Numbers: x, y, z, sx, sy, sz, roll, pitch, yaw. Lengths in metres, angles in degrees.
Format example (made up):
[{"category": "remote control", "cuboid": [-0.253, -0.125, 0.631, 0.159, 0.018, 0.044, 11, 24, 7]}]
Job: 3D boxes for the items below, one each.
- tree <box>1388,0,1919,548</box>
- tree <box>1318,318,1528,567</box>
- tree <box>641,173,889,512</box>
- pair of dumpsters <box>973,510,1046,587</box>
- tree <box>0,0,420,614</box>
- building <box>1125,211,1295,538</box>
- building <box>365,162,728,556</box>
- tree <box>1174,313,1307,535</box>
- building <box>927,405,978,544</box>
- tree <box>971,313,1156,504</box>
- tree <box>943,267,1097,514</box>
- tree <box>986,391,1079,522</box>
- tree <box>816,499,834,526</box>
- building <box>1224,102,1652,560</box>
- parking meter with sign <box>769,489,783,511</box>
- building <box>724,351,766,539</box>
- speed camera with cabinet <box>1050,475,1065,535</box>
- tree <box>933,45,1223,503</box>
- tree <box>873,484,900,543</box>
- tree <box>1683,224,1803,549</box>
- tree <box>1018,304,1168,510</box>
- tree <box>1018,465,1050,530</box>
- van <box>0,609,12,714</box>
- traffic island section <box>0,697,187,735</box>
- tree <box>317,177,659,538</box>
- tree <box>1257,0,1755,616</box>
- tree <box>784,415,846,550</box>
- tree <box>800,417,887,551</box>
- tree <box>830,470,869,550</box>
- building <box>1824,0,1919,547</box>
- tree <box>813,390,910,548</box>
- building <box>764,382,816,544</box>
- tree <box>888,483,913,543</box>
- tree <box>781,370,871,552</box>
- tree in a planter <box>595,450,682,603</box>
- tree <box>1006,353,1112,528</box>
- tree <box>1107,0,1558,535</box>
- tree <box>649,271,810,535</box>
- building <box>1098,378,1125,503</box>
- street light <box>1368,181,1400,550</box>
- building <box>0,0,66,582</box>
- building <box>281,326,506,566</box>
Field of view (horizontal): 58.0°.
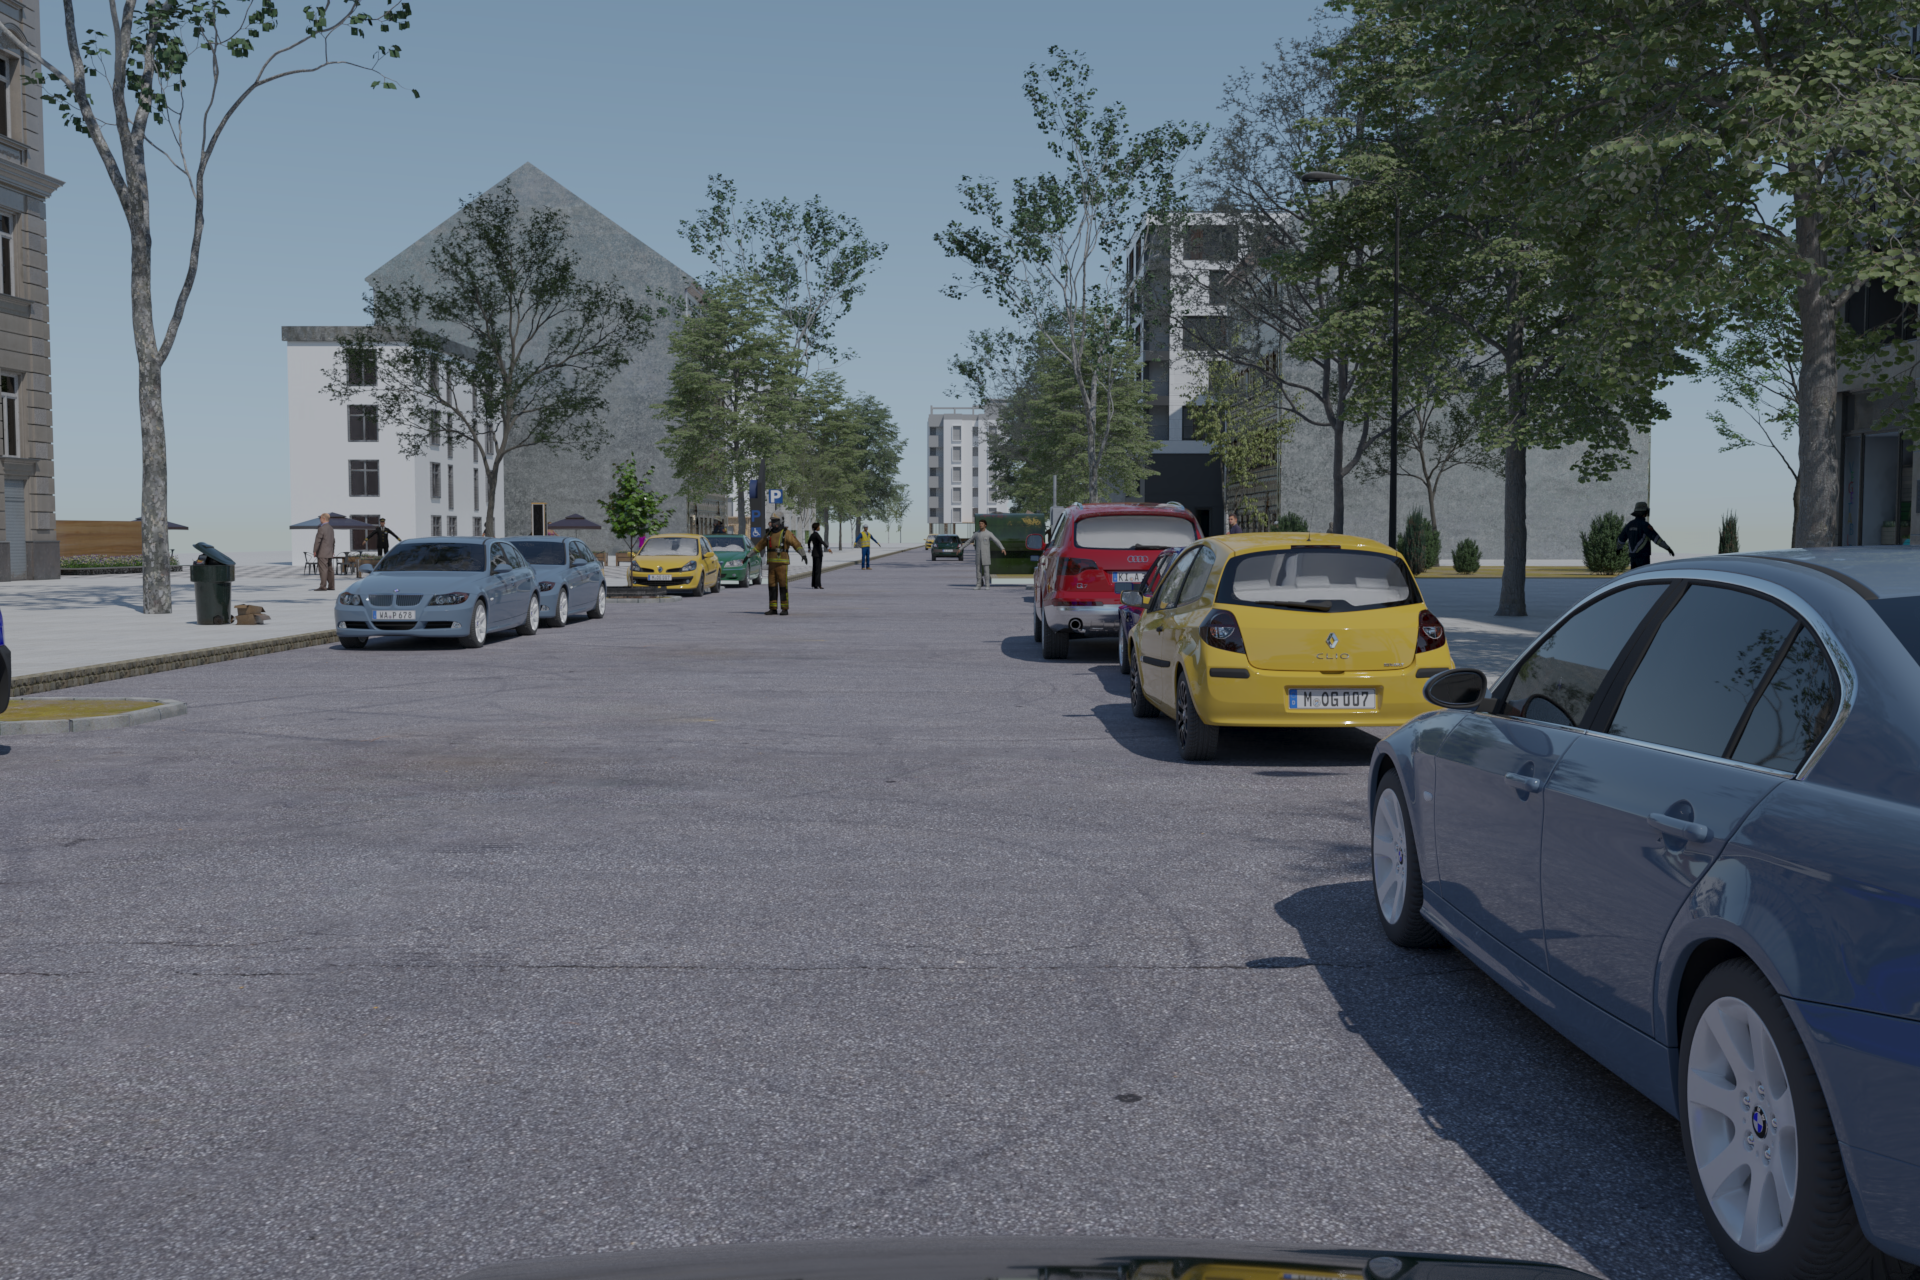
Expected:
[{"category": "tree", "cuboid": [7.507, -5.976, 15.839, 7.486, 12.596, 7.792, 0, 3, 0]}, {"category": "tree", "cuboid": [18.540, -8.159, 67.812, 8.767, 10.594, 7.601, -1, 4, -19]}, {"category": "tree", "cuboid": [-10.473, -14.425, 91.738, 12.611, 20.169, 13.585, 0, 3, 0]}, {"category": "pair of dumpsters", "cuboid": [2.572, -2.597, 47.409, 4.436, 2.255, 1.574, 0, 4, -1]}, {"category": "tree", "cuboid": [-13.407, -10.401, 25.940, 12.611, 20.169, 13.585, 0, 3, 0]}, {"category": "building", "cuboid": [25.743, -17.253, 126.057, 27.936, 21.610, 32.646, 0, 4, 0]}, {"category": "building", "cuboid": [-25.522, -17.177, 111.769, 19.493, 23.208, 18.063, 0, 4, 0]}, {"category": "tree", "cuboid": [9.175, -6.586, 58.039, 4.737, 8.622, 4.395, 0, 3, 0]}, {"category": "building", "cuboid": [-4.253, -23.643, 245.445, 11.380, 20.090, 16.016, 0, 4, -5]}, {"category": "tree", "cuboid": [5.770, -11.371, 96.286, 12.009, 13.543, 11.850, 0, 3, 0]}, {"category": "tree", "cuboid": [4.981, -16.511, 125.849, 12.611, 20.169, 13.585, 0, 3, 0]}, {"category": "tree", "cuboid": [6.475, -14.669, 146.499, 9.857, 13.997, 8.962, 0, 3, 0]}, {"category": "tree", "cuboid": [-21.575, -20.595, 243.375, 9.857, 13.997, 8.962, 0, 3, 0]}, {"category": "building", "cuboid": [25.246, -16.159, 95.127, 19.493, 23.208, 18.063, 0, 4, 0]}, {"category": "parking meter with sign", "cuboid": [-7.179, -4.413, 68.418, 0.543, 3.016, 1.738, 0, 4, 0]}, {"category": "building", "cuboid": [-26.691, -19.811, 180.325, 16.016, 20.090, 11.380, 0, 4, 0]}, {"category": "speed camera with cabinet", "cuboid": [3.388, -3.866, 57.552, 0.660, 3.252, 2.038, 0, 4, -1]}, {"category": "tree", "cuboid": [4.193, -13.105, 70.159, 12.611, 20.169, 13.585, 0, 3, 0]}, {"category": "tree", "cuboid": [-9.730, -17.818, 241.686, 4.360, 8.622, 3.978, 0, 3, 0]}, {"category": "tree", "cuboid": [26.701, -7.890, 54.763, 9.928, 11.665, 9.643, 0, 3, 0]}, {"category": "tree", "cuboid": [6.565, -10.224, 85.289, 7.486, 12.596, 7.792, 0, 3, 0]}, {"category": "tree", "cuboid": [6.587, -12.514, 154.966, 4.737, 8.622, 4.395, 0, 3, 0]}, {"category": "van", "cuboid": [-6.967, -0.268, 8.766, 2.240, 2.365, 5.245, 0, 3, 0]}, {"category": "traffic island section", "cuboid": [-7.158, 0.583, 13.332, 1.991, 0.108, 1.994, 0, 4, 1]}, {"category": "tree", "cuboid": [-12.555, -6.820, 45.916, 8.767, 10.594, 7.601, -2, 4, -27]}, {"category": "tree", "cuboid": [8.636, -6.675, 27.271, 7.486, 12.596, 7.792, 0, 3, 0]}, {"category": "tree", "cuboid": [-9.681, -9.502, 105.724, 4.360, 8.622, 3.978, 0, 3, 0]}, {"category": "tree", "cuboid": [-9.421, -12.158, 133.202, 8.767, 10.594, 7.601, 2, 4, 27]}, {"category": "tree", "cuboid": [-8.820, -11.803, 143.343, 4.360, 8.622, 3.978, 0, 3, 0]}, {"category": "building", "cuboid": [26.815, -13.110, 17.558, 19.350, 26.588, 34.151, 0, 4, 1]}, {"category": "tree", "cuboid": [-9.132, -15.189, 154.995, 9.857, 13.997, 8.962, 0, 3, 0]}, {"category": "building", "cuboid": [-28.005, -21.450, 217.159, 16.747, 18.905, 31.486, 0, 4, 1]}, {"category": "tree", "cuboid": [-8.742, -18.204, 247.989, 4.737, 8.622, 4.395, 0, 3, 0]}, {"category": "tree", "cuboid": [-9.673, -12.369, 120.352, 7.486, 12.596, 7.792, 0, 3, 0]}, {"category": "tree in a planter", "cuboid": [-7.003, -2.424, 36.847, 1.991, 3.239, 1.994, 0, 4, 0]}, {"category": "tree", "cuboid": [6.154, -11.656, 108.707, 7.486, 12.596, 7.792, 0, 3, 0]}, {"category": "tree", "cuboid": [8.541, -7.825, 38.316, 12.009, 13.543, 11.850, 0, 3, 0]}, {"category": "tree", "cuboid": [-9.872, -9.617, 75.364, 7.486, 12.596, 7.792, 0, 3, 0]}, {"category": "building", "cuboid": [24.635, -22.372, 196.714, 19.493, 23.208, 18.063, 0, 4, 0]}, {"category": "street light", "cuboid": [6.154, -3.047, 22.356, 1.470, 5.913, 1.316, 0, 4, 0]}, {"category": "building", "cuboid": [-31.247, -14.616, 36.232, 12.463, 27.353, 25.104, 0, 4, 1]}, {"category": "building", "cuboid": [-26.547, -8.677, 84.012, 9.099, 9.664, 28.070, 0, 4, 0]}]
